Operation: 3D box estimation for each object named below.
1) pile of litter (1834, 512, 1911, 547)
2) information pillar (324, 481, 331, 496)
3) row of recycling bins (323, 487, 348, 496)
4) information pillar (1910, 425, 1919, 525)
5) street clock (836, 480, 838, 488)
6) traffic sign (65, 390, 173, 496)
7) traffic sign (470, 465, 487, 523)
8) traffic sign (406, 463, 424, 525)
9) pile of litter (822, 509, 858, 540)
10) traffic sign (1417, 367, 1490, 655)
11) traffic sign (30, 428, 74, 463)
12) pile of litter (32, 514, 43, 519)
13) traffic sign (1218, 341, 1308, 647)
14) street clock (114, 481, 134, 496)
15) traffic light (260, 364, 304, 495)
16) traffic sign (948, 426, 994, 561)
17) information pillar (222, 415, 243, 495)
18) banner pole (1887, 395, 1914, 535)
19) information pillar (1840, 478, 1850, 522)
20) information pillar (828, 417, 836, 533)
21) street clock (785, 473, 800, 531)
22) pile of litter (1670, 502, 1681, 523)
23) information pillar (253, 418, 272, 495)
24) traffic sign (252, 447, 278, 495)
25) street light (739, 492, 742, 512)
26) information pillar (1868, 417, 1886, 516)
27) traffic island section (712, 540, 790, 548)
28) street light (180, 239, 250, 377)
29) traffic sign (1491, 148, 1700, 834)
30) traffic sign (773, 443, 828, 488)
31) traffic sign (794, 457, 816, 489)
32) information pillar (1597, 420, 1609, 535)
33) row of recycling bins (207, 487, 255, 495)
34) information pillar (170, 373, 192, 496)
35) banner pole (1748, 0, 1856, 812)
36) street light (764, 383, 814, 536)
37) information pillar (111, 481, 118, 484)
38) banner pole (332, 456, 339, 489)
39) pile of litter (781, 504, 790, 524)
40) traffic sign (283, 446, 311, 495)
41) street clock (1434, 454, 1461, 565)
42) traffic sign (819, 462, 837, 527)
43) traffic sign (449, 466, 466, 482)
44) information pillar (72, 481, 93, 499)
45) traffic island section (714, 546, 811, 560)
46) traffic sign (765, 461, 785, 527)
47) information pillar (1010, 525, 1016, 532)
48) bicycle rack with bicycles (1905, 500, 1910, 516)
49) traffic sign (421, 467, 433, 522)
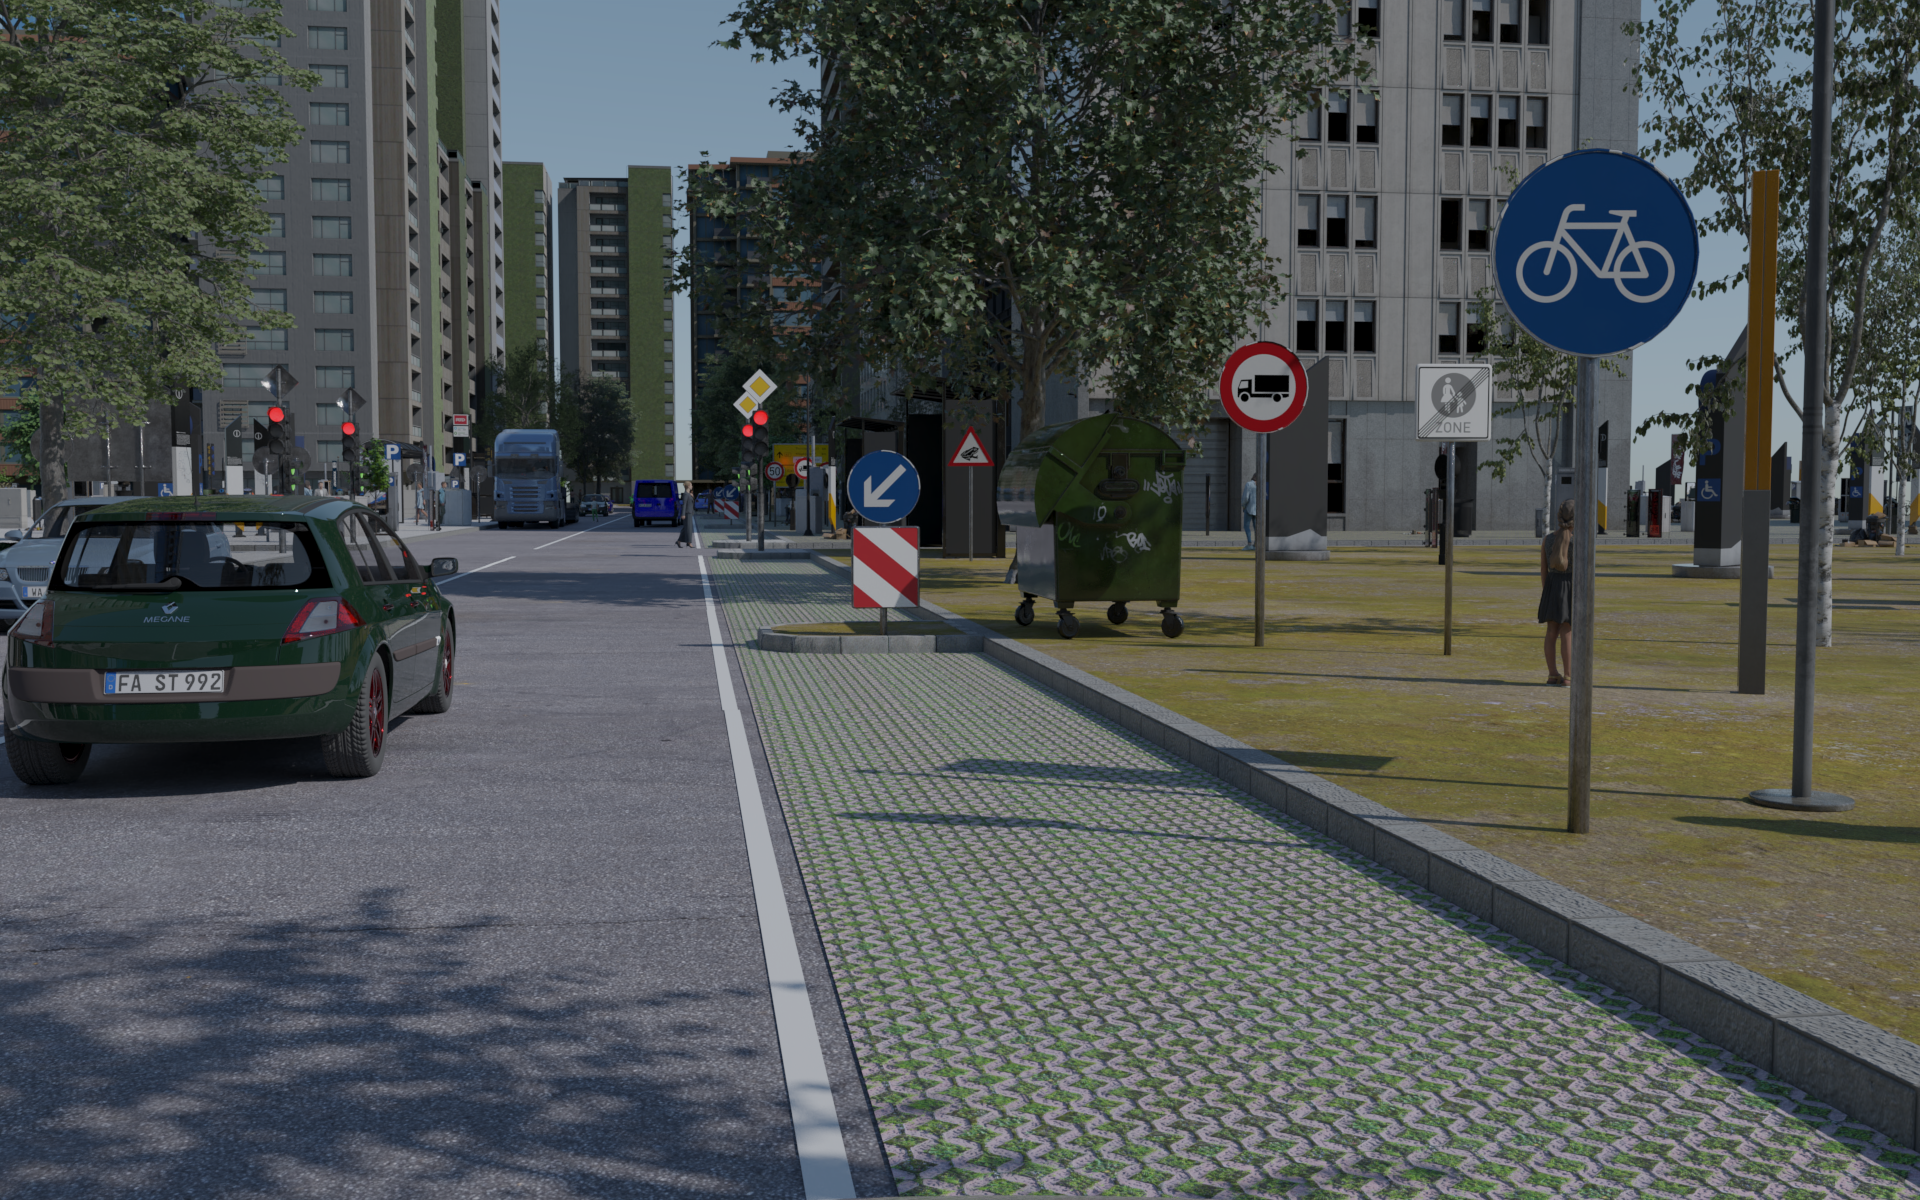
[{"bbox_3d":[22.233,-1.717,42.033,1.176,0.858,1.719,-3,5,-42],"label":"pile of litter"},{"bbox_3d":[-35.507,-5.671,97.216,0.304,2.012,0.304,0,4,-5],"label":"information pillar"},{"bbox_3d":[-35.626,-5.738,100.931,3.534,1.692,1.069,0,4,5],"label":"row of recycling bins"},{"bbox_3d":[31.716,-4.043,57.453,0.183,3.616,0.504,0,4,-1],"label":"information pillar"},{"bbox_3d":[-6.077,-4.785,82.808,0.358,2.002,0.471,3,5,43],"label":"street clock"},{"bbox_3d":[-16.424,-2.460,34.089,2.265,3.308,0.079,0,4,-2],"label":"traffic sign"},{"bbox_3d":[-21.238,-4.668,76.426,0.768,2.556,0.104,0,4,1],"label":"traffic sign"},{"bbox_3d":[-22.379,-4.353,71.280,0.768,2.556,0.104,-1,4,-9],"label":"traffic sign"},{"bbox_3d":[-3.339,-2.155,49.192,1.176,0.858,1.719,0,4,-1],"label":"pile of litter"},{"bbox_3d":[3.881,-0.709,13.718,0.606,2.300,0.079,0,4,-4],"label":"traffic sign"},{"bbox_3d":[-16.736,-1.947,31.939,0.768,2.556,0.104,0,4,-4],"label":"traffic sign"},{"bbox_3d":[-46.579,-4.547,88.309,1.719,0.858,1.176,3,4,39],"label":"pile of litter"},{"bbox_3d":[2.520,-0.881,14.505,0.768,2.556,0.104,0,4,-7],"label":"traffic sign"},{"bbox_3d":[-17.132,-1.892,35.509,0.471,2.002,0.358,2,4,30],"label":"street clock"},{"bbox_3d":[-14.646,-2.964,37.383,0.839,4.253,0.868,-1,4,-9],"label":"traffic light"},{"bbox_3d":[0.208,-2.018,32.993,0.884,2.594,0.081,0,4,0],"label":"traffic sign"},{"bbox_3d":[-21.421,-3.658,51.159,0.183,3.616,0.504,3,5,43],"label":"information pillar"},{"bbox_3d":[23.521,-3.266,43.412,0.401,3.779,0.863,-1,4,-16],"label":"banner pole"},{"bbox_3d":[40.104,-4.524,78.451,0.304,2.012,0.304,-2,4,-27],"label":"information pillar"},{"bbox_3d":[-3.854,-3.721,52.193,0.183,3.616,0.504,1,4,12],"label":"information pillar"},{"bbox_3d":[-5.886,-3.449,60.968,0.471,2.002,0.358,0,4,6],"label":"street clock"},{"bbox_3d":[32.109,-3.884,77.463,1.719,0.858,1.176,3,5,40],"label":"pile of litter"},{"bbox_3d":[-21.426,-3.783,53.213,0.504,3.616,0.183,0,4,-7],"label":"information pillar"},{"bbox_3d":[-18.604,-2.836,46.472,0.768,2.556,0.104,0,4,0],"label":"traffic sign"},{"bbox_3d":[-10.538,-7.004,87.053,1.470,5.913,1.316,-1,4,-9],"label":"street light"},{"bbox_3d":[27.395,-3.693,51.739,0.504,3.616,0.183,-1,4,-18],"label":"information pillar"},{"bbox_3d":[-5.708,-1.511,46.994,2.009,0.180,2.903,-1,4,-9],"label":"traffic island section"},{"bbox_3d":[-13.587,-3.613,31.610,1.470,5.913,1.316,-1,4,-9],"label":"street light"},{"bbox_3d":[2.348,-0.391,6.500,0.768,2.556,0.104,0,4,0],"label":"traffic sign"},{"bbox_3d":[-6.377,-4.636,69.667,2.265,3.308,0.079,0,4,-4],"label":"traffic sign"},{"bbox_3d":[-5.343,-3.652,59.821,0.768,2.556,0.104,0,4,-6],"label":"traffic sign"},{"bbox_3d":[20.218,-3.875,54.710,0.504,3.616,0.183,3,5,42],"label":"information pillar"},{"bbox_3d":[-44.475,-6.025,105.627,3.534,1.692,1.069,1,4,16],"label":"row of recycling bins"},{"bbox_3d":[-13.763,-2.401,30.613,0.183,3.616,0.504,0,4,6],"label":"information pillar"},{"bbox_3d":[3.585,-1.055,7.268,0.401,3.779,0.863,2,4,26],"label":"banner pole"},{"bbox_3d":[-5.192,-4.918,52.948,1.470,5.913,1.316,-1,4,-9],"label":"street light"},{"bbox_3d":[-41.538,-5.742,85.242,0.504,3.616,0.183,-1,4,-11],"label":"information pillar"},{"bbox_3d":[-41.172,-7.605,114.363,0.401,3.779,0.863,1,4,18],"label":"banner pole"},{"bbox_3d":[-7.159,-3.744,75.177,1.176,0.858,1.719,-1,4,-16],"label":"pile of litter"},{"bbox_3d":[-17.699,-2.821,46.222,0.768,2.556,0.104,0,4,-4],"label":"traffic sign"},{"bbox_3d":[8.802,-1.636,31.321,0.358,2.002,0.471,-1,4,-21],"label":"street clock"},{"bbox_3d":[-5.232,-4.173,68.330,0.768,2.556,0.104,0,4,-5],"label":"traffic sign"},{"bbox_3d":[-22.235,-4.669,76.342,0.884,2.594,0.081,0,4,-6],"label":"traffic sign"},{"bbox_3d":[-17.753,-1.870,35.073,0.304,2.012,0.304,-1,4,-10],"label":"information pillar"},{"bbox_3d":[-4.470,-1.029,39.105,2.009,0.180,2.903,-1,4,-9],"label":"traffic island section"},{"bbox_3d":[-7.237,-4.137,67.753,0.768,2.556,0.104,0,4,0],"label":"traffic sign"},{"bbox_3d":[1.853,-3.287,58.234,0.304,2.012,0.304,1,4,19],"label":"information pillar"},{"bbox_3d":[55.816,-5.376,101.274,2.852,0.926,2.925,0,4,7],"label":"bicycle rack with bicycles"},{"bbox_3d":[-24.519,-4.854,79.471,0.768,2.556,0.104,0,4,-7],"label":"traffic sign"}]
